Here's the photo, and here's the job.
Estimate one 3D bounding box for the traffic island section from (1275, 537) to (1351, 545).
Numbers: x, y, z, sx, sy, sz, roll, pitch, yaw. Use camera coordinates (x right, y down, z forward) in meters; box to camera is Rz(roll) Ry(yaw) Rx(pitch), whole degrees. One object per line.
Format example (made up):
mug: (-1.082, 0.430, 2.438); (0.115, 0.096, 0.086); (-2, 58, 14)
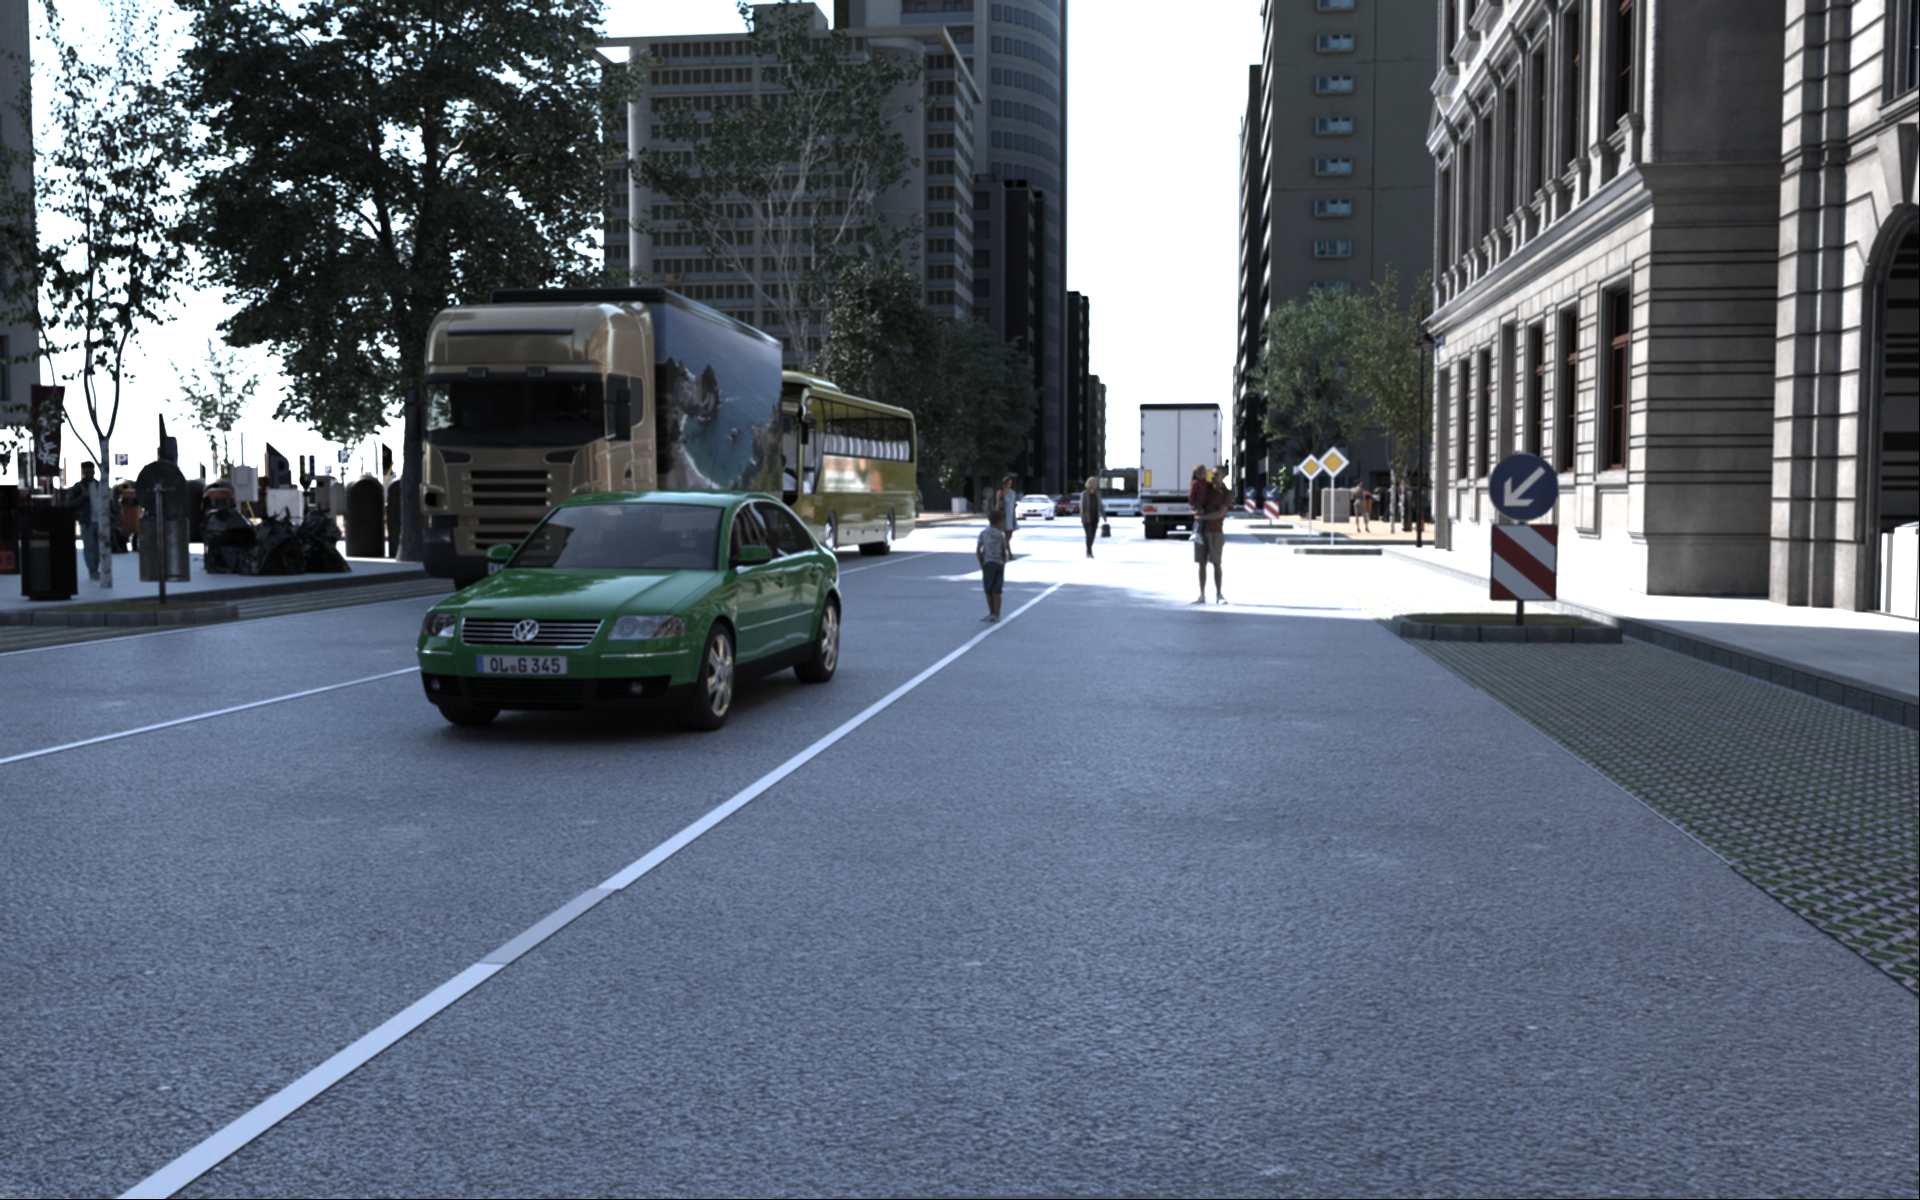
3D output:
traffic island section: (10.127, -1.688, 49.880); (2.009, 0.180, 2.903); (0, 4, 8)

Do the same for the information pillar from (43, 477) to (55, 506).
information pillar: (-37.286, -4.061, 70.883); (0.304, 2.012, 0.304); (1, 4, 20)

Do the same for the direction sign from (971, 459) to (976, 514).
direction sign: (0.869, -7.214, 109.952); (0.379, 3.537, 0.876); (1, 4, 17)

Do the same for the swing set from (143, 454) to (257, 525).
swing set: (-29.878, -4.333, 68.462); (2.862, 2.851, 3.119); (1, 4, 23)

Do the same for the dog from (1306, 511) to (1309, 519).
dog: (17.719, -4.270, 87.558); (0.748, 0.427, 0.550); (-2, 4, -27)

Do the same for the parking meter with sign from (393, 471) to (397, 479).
parking meter with sign: (-42.647, -8.190, 130.167); (0.543, 3.016, 1.738); (-1, 4, -13)

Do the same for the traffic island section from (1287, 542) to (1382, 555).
traffic island section: (9.059, -1.204, 41.966); (2.009, 0.180, 2.903); (0, 4, 8)

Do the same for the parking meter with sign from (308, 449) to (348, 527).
parking meter with sign: (-24.957, -4.397, 68.157); (1.738, 3.016, 0.543); (1, 4, 18)

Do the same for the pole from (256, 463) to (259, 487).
pole: (-45.990, -7.315, 113.445); (0.158, 3.312, 0.155); (0, 3, 0)

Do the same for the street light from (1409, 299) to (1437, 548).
street light: (10.973, -4.186, 41.228); (0.468, 5.910, 1.993); (0, 4, 8)

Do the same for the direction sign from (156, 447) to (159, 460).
direction sign: (-38.064, -5.531, 82.428); (0.379, 3.537, 0.876); (-3, 5, -40)

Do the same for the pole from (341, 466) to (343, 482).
pole: (-44.866, -8.079, 125.939); (0.158, 3.312, 0.155); (0, 3, 0)

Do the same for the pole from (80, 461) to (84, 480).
pole: (-54.739, -6.982, 107.996); (0.158, 3.312, 0.155); (0, 3, 0)

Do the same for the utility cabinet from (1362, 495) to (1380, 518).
utility cabinet: (22.388, -5.093, 94.431); (0.306, 1.237, 1.020); (-3, 4, -37)

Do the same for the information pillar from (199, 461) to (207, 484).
information pillar: (-53.239, -7.977, 121.773); (0.504, 3.616, 0.183); (-1, 4, -10)

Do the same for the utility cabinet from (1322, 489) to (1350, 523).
utility cabinet: (16.601, -4.148, 76.494); (1.173, 1.500, 0.318); (0, 4, 3)

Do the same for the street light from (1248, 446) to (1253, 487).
street light: (27.324, -11.627, 162.883); (0.468, 5.910, 1.993); (0, 4, 8)

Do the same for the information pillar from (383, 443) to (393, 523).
information pillar: (-25.179, -5.186, 76.151); (0.504, 3.616, 0.183); (-1, 4, -19)

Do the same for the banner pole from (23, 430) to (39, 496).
banner pole: (-36.078, -4.721, 67.212); (0.401, 3.779, 0.863); (-1, 4, -19)

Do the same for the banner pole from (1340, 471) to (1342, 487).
banner pole: (25.860, -7.802, 117.586); (0.401, 3.779, 0.863); (0, 4, 5)

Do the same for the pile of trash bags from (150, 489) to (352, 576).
pile of trash bags: (-11.620, -1.154, 28.627); (3.447, 1.369, 1.912); (3, 5, 42)

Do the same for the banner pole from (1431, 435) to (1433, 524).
banner pole: (20.196, -5.110, 73.563); (0.401, 3.779, 0.863); (3, 5, 43)

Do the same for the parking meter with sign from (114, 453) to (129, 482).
parking meter with sign: (-35.888, -4.761, 74.095); (0.543, 3.016, 1.738); (-2, 4, -29)

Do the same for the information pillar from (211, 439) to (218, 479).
information pillar: (-30.916, -4.925, 71.882); (0.183, 3.616, 0.504); (-3, 5, -43)

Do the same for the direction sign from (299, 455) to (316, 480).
direction sign: (-37.403, -6.563, 99.305); (0.876, 3.537, 0.379); (-2, 4, -28)

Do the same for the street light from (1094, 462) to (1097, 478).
street light: (19.273, -16.731, 246.334); (0.468, 5.910, 1.993); (0, 4, 8)

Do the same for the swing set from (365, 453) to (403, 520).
swing set: (-21.396, -4.255, 67.194); (2.862, 2.851, 3.119); (0, 4, -5)

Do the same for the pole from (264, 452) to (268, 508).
pole: (-33.909, -5.555, 84.662); (0.158, 3.312, 0.155); (0, 3, 0)

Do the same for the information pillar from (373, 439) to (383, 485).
information pillar: (-24.968, -5.060, 74.080); (0.183, 3.616, 0.504); (-2, 4, -32)

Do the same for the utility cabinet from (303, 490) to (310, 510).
utility cabinet: (-36.732, -5.414, 97.204); (1.173, 1.500, 0.318); (0, 4, 7)

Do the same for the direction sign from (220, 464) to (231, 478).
direction sign: (-54.582, -8.377, 128.956); (0.876, 3.537, 0.379); (-1, 4, -15)

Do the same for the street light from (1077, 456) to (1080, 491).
street light: (14.413, -14.566, 210.944); (0.468, 5.910, 1.993); (0, 4, 8)

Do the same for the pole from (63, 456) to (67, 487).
pole: (-48.426, -6.111, 93.766); (0.158, 3.312, 0.155); (0, 3, 0)

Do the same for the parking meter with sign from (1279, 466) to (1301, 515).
parking meter with sign: (20.235, -6.752, 106.650); (1.738, 3.016, 0.543); (-3, 5, -43)

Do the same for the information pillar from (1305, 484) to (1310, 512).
information pillar: (24.340, -7.149, 121.386); (0.304, 2.012, 0.304); (0, 4, -8)

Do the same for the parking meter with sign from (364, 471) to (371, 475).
parking meter with sign: (-44.493, -8.243, 131.039); (0.543, 3.016, 1.738); (0, 4, -1)

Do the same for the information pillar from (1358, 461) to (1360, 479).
information pillar: (27.873, -7.936, 121.112); (0.183, 3.616, 0.504); (0, 4, 5)

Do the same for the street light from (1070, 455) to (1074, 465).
street light: (12.834, -13.809, 198.558); (0.468, 5.910, 1.993); (0, 4, 8)

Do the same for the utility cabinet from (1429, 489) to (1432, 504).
utility cabinet: (22.064, -4.317, 79.262); (1.173, 1.500, 0.318); (1, 4, 21)

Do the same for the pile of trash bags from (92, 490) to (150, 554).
pile of trash bags: (-18.017, -1.709, 37.687); (1.912, 1.369, 3.447); (-2, 4, -27)

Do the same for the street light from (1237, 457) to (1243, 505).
street light: (33.773, -14.511, 210.048); (0.468, 5.910, 1.993); (0, 4, 8)

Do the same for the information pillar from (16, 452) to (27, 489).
information pillar: (-50.781, -6.264, 93.765); (0.504, 3.616, 0.183); (0, 4, -4)

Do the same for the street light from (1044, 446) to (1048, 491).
street light: (8.029, -11.657, 163.378); (0.468, 5.910, 1.993); (0, 4, 8)

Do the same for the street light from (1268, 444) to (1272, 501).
street light: (22.685, -9.450, 127.294); (0.468, 5.910, 1.993); (0, 4, 8)

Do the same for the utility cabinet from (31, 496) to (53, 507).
utility cabinet: (-34.390, -3.266, 64.563); (1.020, 1.237, 0.306); (0, 4, 3)
